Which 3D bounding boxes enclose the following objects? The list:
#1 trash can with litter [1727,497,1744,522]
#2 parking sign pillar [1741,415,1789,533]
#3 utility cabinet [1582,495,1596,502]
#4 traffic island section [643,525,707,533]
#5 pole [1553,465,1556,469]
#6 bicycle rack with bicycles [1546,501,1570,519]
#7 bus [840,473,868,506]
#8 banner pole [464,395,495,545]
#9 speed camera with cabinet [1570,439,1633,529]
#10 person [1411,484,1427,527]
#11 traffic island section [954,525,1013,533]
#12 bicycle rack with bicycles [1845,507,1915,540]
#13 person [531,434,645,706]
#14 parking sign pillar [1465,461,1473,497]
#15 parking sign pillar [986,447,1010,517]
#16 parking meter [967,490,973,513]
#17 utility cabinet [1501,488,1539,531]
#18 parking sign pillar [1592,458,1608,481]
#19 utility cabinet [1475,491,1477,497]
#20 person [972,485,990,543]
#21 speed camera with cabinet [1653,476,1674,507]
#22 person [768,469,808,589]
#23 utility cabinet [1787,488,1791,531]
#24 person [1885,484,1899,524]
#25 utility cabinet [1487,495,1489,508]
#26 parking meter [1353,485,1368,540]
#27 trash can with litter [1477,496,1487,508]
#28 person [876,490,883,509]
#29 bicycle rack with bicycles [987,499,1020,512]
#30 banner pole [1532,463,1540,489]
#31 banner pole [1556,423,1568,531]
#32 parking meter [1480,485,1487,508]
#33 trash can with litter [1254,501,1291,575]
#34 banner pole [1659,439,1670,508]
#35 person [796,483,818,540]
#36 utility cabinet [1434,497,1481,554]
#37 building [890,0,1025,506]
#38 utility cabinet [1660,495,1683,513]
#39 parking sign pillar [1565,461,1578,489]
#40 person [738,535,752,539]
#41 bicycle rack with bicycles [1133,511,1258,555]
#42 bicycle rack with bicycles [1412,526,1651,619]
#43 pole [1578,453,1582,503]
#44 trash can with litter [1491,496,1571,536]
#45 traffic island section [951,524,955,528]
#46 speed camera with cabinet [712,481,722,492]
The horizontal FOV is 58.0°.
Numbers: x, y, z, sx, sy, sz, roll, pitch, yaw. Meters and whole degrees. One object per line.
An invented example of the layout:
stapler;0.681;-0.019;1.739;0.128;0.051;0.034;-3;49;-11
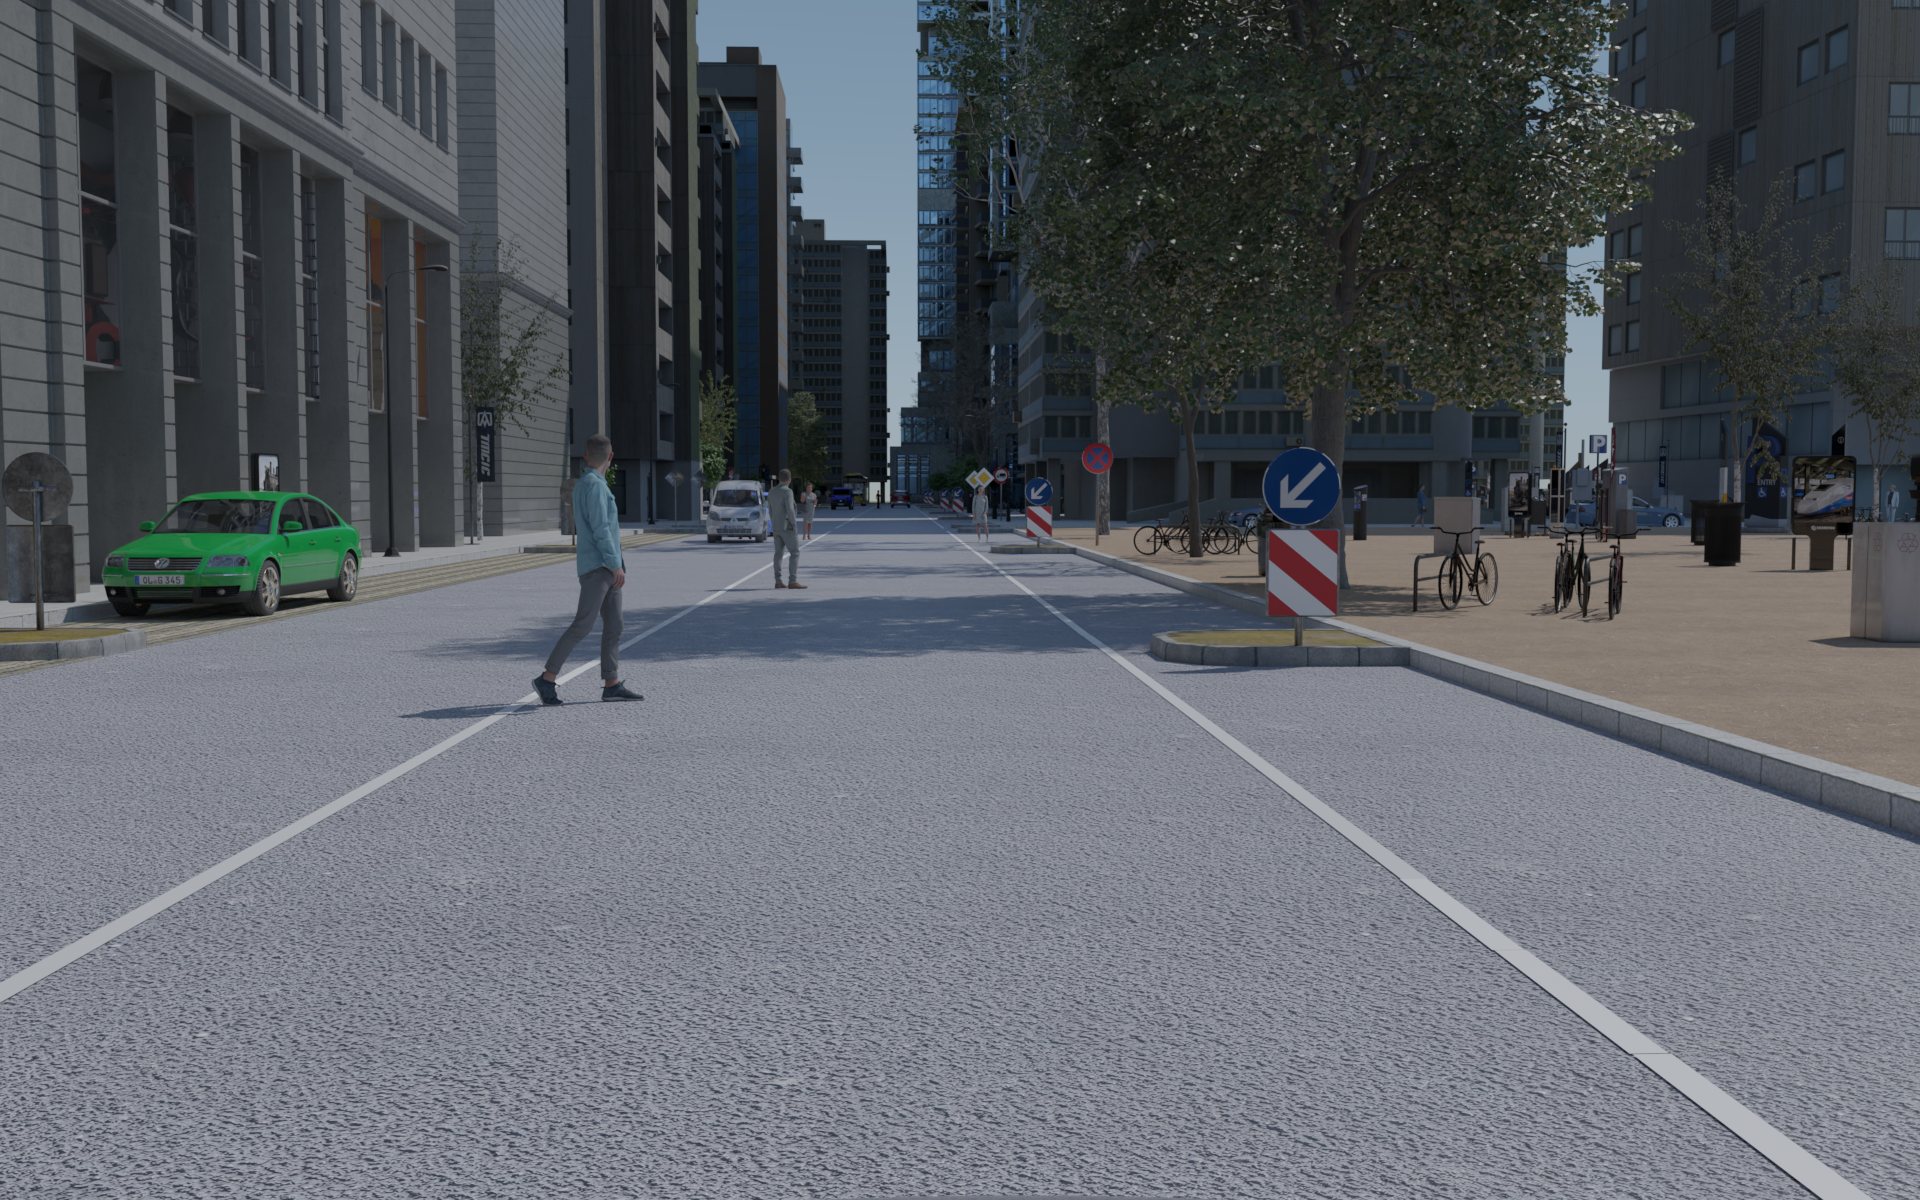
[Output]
trash can with litter;35.737;-4.172;79.602;1.055;1.170;0.624;2;4;28
parking sign pillar;26.680;-4.208;57.280;1.447;3.967;1.447;-2;4;-28
utility cabinet;31.619;-4.609;86.511;1.020;1.237;0.306;2;4;34
traffic island section;-10.659;-2.603;64.837;2.009;0.180;2.903;0;4;-2
pole;41.735;-7.819;121.677;0.158;3.312;0.155;0;3;0
bicycle rack with bicycles;30.129;-4.672;89.761;2.852;0.926;2.925;0;4;-7
bus;-12.368;-13.017;204.370;2.896;3.916;12.252;0;4;-1
banner pole;-12.140;-3.288;43.768;0.863;3.779;0.401;0;4;3
speed camera with cabinet;23.222;-4.177;62.632;2.038;3.252;0.660;1;4;17
person;18.405;-3.718;69.318;0.654;1.822;0.581;1;4;14
traffic island section;0.925;-2.628;65.249;2.009;0.180;2.903;0;4;-2
bicycle rack with bicycles;25.796;-2.128;48.173;2.925;0.926;2.852;-2;4;-31
person;-2.553;-0.215;11.882;0.748;1.841;0.638;0;4;-7
parking sign pillar;28.776;-6.703;98.058;1.447;3.967;1.447;1;4;15
parking sign pillar;1.977;-6.782;99.352;1.447;3.967;1.447;0;4;1
parking meter;0.758;-7.564;132.075;0.372;1.533;0.369;0;3;0
utility cabinet;18.943;-3.055;58.635;1.173;1.500;0.318;0;4;-5
parking sign pillar;48.275;-8.693;130.599;1.447;3.967;1.447;-3;5;-42
utility cabinet;39.424;-7.585;132.689;1.173;1.500;0.318;3;4;36
person;0.613;-2.546;51.134;0.512;1.701;0.522;0;4;-2
speed camera with cabinet;36.690;-5.870;90.308;0.660;3.252;2.038;3;4;37
person;-2.660;-1.079;26.243;0.635;1.810;0.391;3;4;39
utility cabinet;28.225;-3.115;59.613;0.318;1.500;1.173;-3;4;-38
person;38.882;-3.909;72.289;0.514;1.842;0.818;2;4;28
utility cabinet;41.042;-7.510;133.952;1.020;1.237;0.306;3;4;39
parking meter;11.099;-2.422;48.019;0.372;1.533;0.369;0;3;0
trash can with litter;32.699;-5.956;108.767;0.624;1.170;1.055;2;4;29
person;-7.921;-9.803;168.718;0.705;1.831;1.348;-2;4;-31
bicycle rack with bicycles;3.600;-6.939;126.837;2.852;0.926;2.925;-3;5;-45
banner pole;46.334;-9.149;139.596;0.863;3.779;0.401;0;4;2
banner pole;21.139;-4.335;60.900;0.401;3.779;0.863;-1;4;-9
parking meter;34.077;-6.548;112.778;0.399;1.863;0.255;3;5;43
trash can with litter;5.150;-0.964;27.150;1.055;1.170;0.624;0;4;7
banner pole;32.067;-5.431;78.819;0.401;3.779;0.863;-1;4;-15
person;-4.813;-2.784;54.380;0.716;1.782;0.532;-2;4;-23
utility cabinet;10.696;-1.597;37.273;0.306;1.237;1.020;-2;4;-35
building;5.645;-56.854;242.239;31.000;86.520;22.319;0;4;-2
utility cabinet;34.566;-4.462;84.120;1.020;1.237;0.306;2;4;26
parking sign pillar;49.817;-9.334;141.087;1.447;3.967;1.447;-2;4;-32
person;-6.791;-2.842;54.883;0.656;1.842;0.836;-2;4;-26
bicycle rack with bicycles;5.233;-1.457;37.207;2.925;0.926;2.852;0;4;8
bicycle rack with bicycles;6.348;-0.357;19.227;2.852;0.926;2.925;2;4;31
pole;30.497;-5.590;85.235;0.158;3.312;0.155;0;3;0
trash can with litter;17.441;-2.578;53.203;1.678;1.210;2.233;-3;5;-42
traffic island section;0.636;-3.116;73.229;2.009;0.180;2.903;0;4;-2
speed camera with cabinet;-16.334;-7.789;121.680;2.038;3.252;0.660;-2;4;-27
